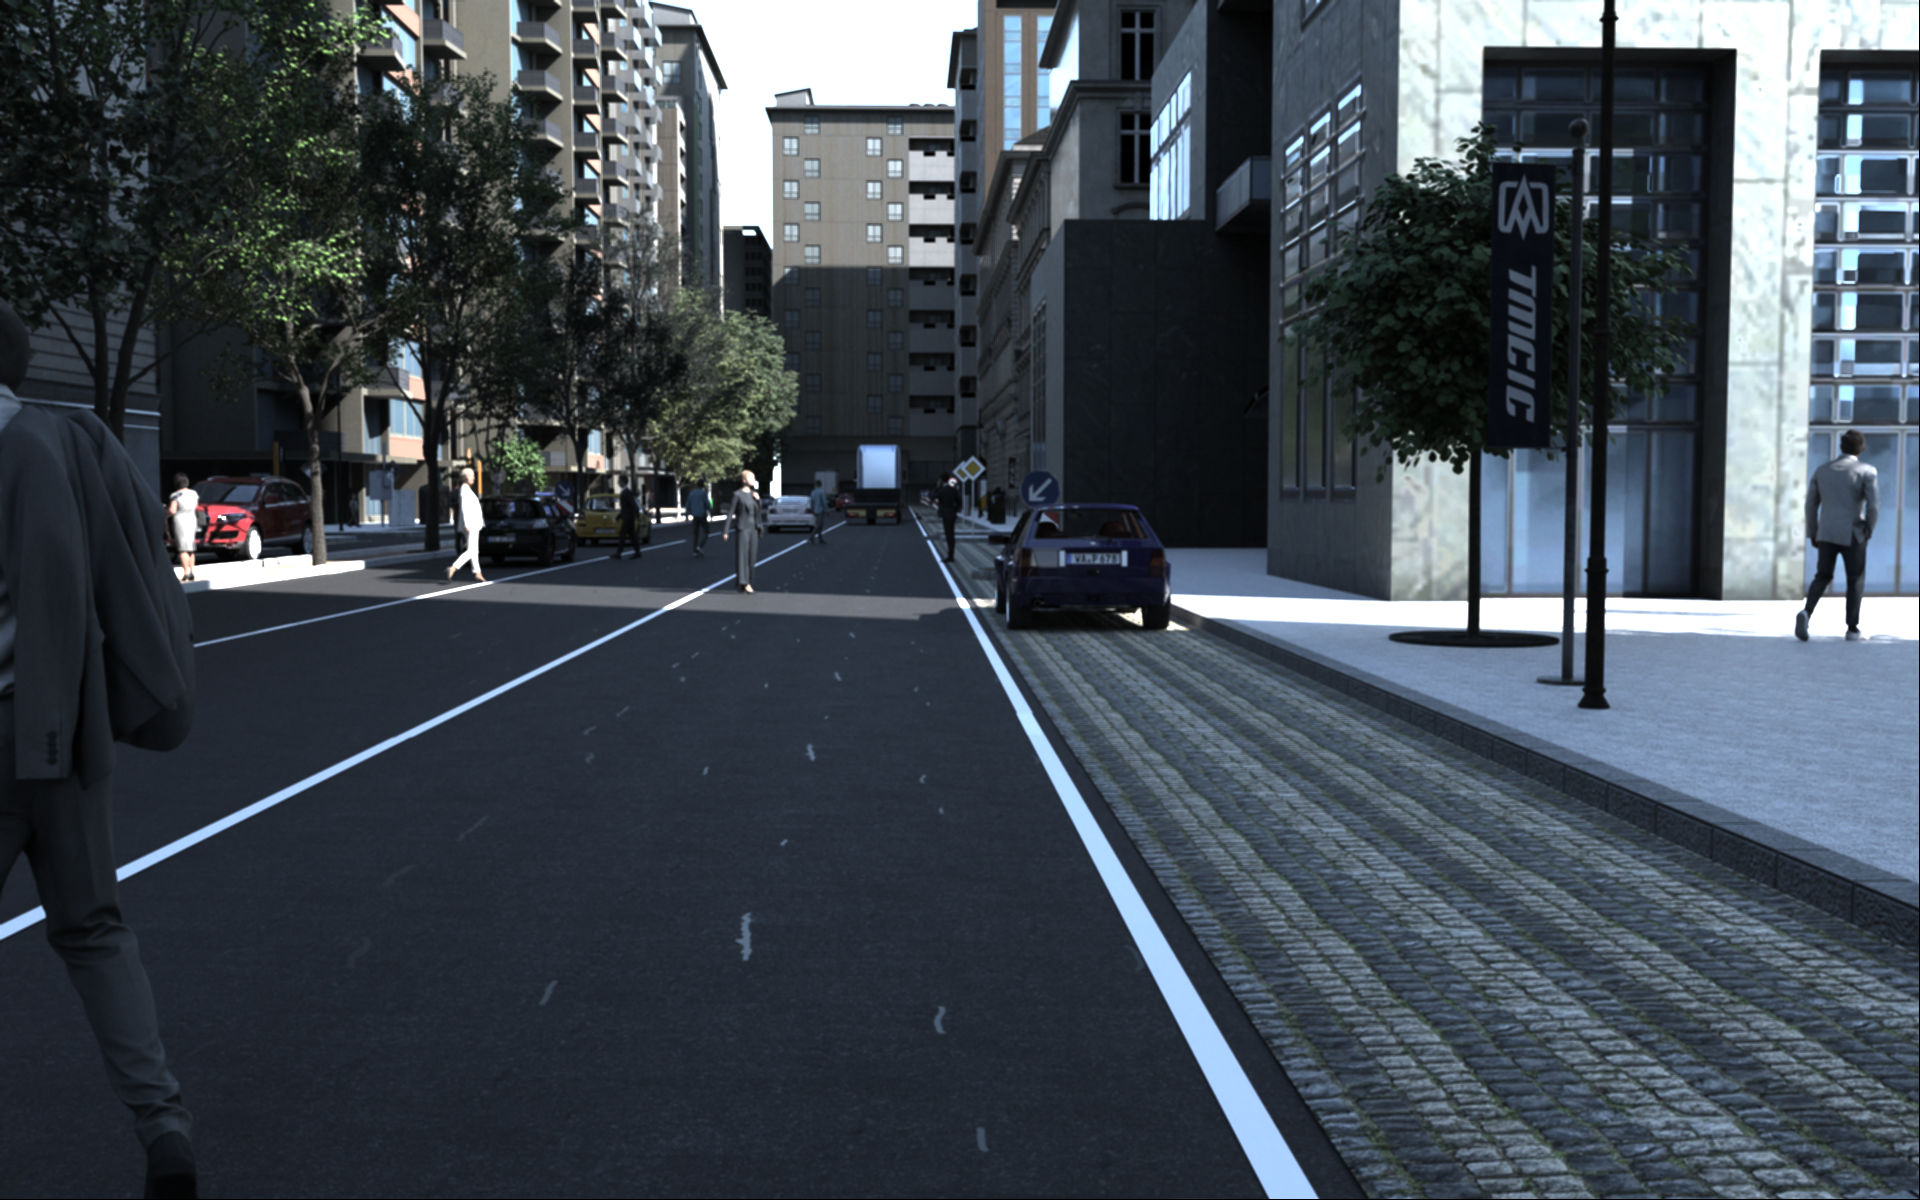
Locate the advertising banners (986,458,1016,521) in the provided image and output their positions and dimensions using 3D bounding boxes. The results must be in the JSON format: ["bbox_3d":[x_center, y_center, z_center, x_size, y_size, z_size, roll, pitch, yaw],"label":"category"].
[{"bbox_3d":[1.989,-5.295,82.753,0.090,3.025,2.074,3,5,44],"label":"advertising banners"}]

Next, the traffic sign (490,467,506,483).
[{"bbox_3d":[-21.906,-5.021,82.203,0.768,2.556,0.104,0,4,2],"label":"traffic sign"}]

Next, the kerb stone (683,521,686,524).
[{"bbox_3d":[-13.096,-3.608,81.192,0.120,0.150,1.000,0,4,-2],"label":"kerb stone"}]

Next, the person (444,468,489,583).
[{"bbox_3d":[-7.868,-1.172,27.539,0.818,1.842,0.514,-3,5,-40],"label":"person"}]

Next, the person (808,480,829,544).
[{"bbox_3d":[-4.117,-2.532,49.766,0.748,1.841,0.638,-2,4,-35],"label":"person"}]

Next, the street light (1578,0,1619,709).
[{"bbox_3d":[3.810,-2.290,10.235,0.468,5.910,1.993,0,4,-2],"label":"street light"}]

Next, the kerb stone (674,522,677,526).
[{"bbox_3d":[-12.997,-3.420,78.116,0.120,0.150,1.000,0,4,-2],"label":"kerb stone"}]

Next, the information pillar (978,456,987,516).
[{"bbox_3d":[1.309,-6.710,101.066,0.504,3.616,0.183,1,4,21],"label":"information pillar"}]

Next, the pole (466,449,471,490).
[{"bbox_3d":[-22.024,-5.130,77.714,0.158,3.312,0.155,0,3,0],"label":"pole"}]

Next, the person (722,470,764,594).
[{"bbox_3d":[-3.128,-0.979,24.928,0.534,1.772,0.576,2,4,25],"label":"person"}]

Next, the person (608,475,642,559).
[{"bbox_3d":[-7.404,-1.830,38.202,0.755,1.850,0.659,-1,4,-13],"label":"person"}]

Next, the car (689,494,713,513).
[{"bbox_3d":[-19.343,-7.410,129.943,1.959,1.807,4.718,0,4,-4],"label":"car"}]

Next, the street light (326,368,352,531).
[{"bbox_3d":[-21.424,-5.322,59.794,0.468,5.910,1.993,0,4,-2],"label":"street light"}]

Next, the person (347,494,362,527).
[{"bbox_3d":[-23.384,-3.458,66.852,0.640,1.303,0.475,0,4,2],"label":"person"}]

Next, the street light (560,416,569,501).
[{"bbox_3d":[-22.895,-7.827,100.761,0.468,5.910,1.993,0,4,-2],"label":"street light"}]

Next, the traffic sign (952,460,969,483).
[{"bbox_3d":[0.143,-3.535,59.994,0.795,2.593,0.064,0,4,-2],"label":"traffic sign"}]

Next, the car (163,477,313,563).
[{"bbox_3d":[-15.630,-1.761,37.458,2.281,1.827,5.304,0,4,-1],"label":"car"}]

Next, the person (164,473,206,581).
[{"bbox_3d":[-12.683,-1.191,28.336,0.532,1.782,0.716,2,4,27],"label":"person"}]

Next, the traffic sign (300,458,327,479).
[{"bbox_3d":[-19.175,-3.009,51.384,0.795,2.593,0.064,0,4,-2],"label":"traffic sign"}]

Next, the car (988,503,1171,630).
[{"bbox_3d":[1.310,-0.428,19.582,1.945,1.354,3.894,0,4,-2],"label":"car"}]

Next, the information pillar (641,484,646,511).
[{"bbox_3d":[-23.249,-7.513,127.331,0.304,2.012,0.304,-1,4,-17],"label":"information pillar"}]

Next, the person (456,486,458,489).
[{"bbox_3d":[-23.839,-4.690,82.698,0.580,1.828,0.573,-2,4,-28],"label":"person"}]

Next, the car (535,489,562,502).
[{"bbox_3d":[-15.822,-3.385,64.931,1.945,1.707,3.694,0,4,0],"label":"car"}]

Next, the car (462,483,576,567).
[{"bbox_3d":[-9.004,-1.576,35.552,2.009,1.686,4.222,0,4,-3],"label":"car"}]

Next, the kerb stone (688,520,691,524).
[{"bbox_3d":[-13.165,-3.733,83.236,0.120,0.150,1.000,0,4,-2],"label":"kerb stone"}]

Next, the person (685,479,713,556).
[{"bbox_3d":[-5.976,-1.882,39.621,0.601,1.785,0.444,1,4,20],"label":"person"}]

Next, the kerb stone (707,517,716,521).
[{"bbox_3d":[-13.542,-4.422,94.517,0.120,0.150,1.000,0,4,-2],"label":"kerb stone"}]

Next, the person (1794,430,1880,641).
[{"bbox_3d":[7.671,-0.564,15.113,0.795,1.843,0.661,-2,4,-34],"label":"person"}]

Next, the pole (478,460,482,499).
[{"bbox_3d":[-28.911,-6.757,104.325,0.158,3.312,0.155,0,3,0],"label":"pole"}]

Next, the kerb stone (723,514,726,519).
[{"bbox_3d":[-13.718,-4.737,99.649,0.120,0.150,1.000,0,4,-2],"label":"kerb stone"}]

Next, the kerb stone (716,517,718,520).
[{"bbox_3d":[-13.581,-4.486,95.539,0.120,0.150,1.000,0,4,-2],"label":"kerb stone"}]

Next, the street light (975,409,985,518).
[{"bbox_3d":[1.067,-7.338,92.759,0.468,5.910,1.993,0,4,-2],"label":"street light"}]

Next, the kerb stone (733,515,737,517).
[{"bbox_3d":[-14.021,-5.301,108.867,0.120,0.150,1.000,0,4,-2],"label":"kerb stone"}]

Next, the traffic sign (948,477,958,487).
[{"bbox_3d":[-0.568,-8.107,132.657,0.768,2.556,0.104,0,4,1],"label":"traffic sign"}]

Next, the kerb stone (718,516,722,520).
[{"bbox_3d":[-13.649,-4.612,97.593,0.120,0.150,1.000,0,4,-2],"label":"kerb stone"}]

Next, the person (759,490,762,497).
[{"bbox_3d":[-21.916,-11.137,190.214,0.705,1.869,1.348,-1,4,-16],"label":"person"}]

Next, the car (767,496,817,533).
[{"bbox_3d":[-6.268,-3.255,65.582,2.083,1.381,4.827,0,4,-2],"label":"car"}]

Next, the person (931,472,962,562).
[{"bbox_3d":[-0.304,-1.745,36.391,0.474,1.900,0.648,2,4,29],"label":"person"}]

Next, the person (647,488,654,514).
[{"bbox_3d":[-21.732,-6.910,121.490,0.555,1.821,0.388,1,4,19],"label":"person"}]

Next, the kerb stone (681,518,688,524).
[{"bbox_3d":[-13.131,-3.671,82.213,0.120,0.150,1.000,0,4,-2],"label":"kerb stone"}]

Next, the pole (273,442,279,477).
[{"bbox_3d":[-26.756,-4.524,67.804,0.158,3.312,0.155,0,3,0],"label":"pole"}]

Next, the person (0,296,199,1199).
[{"bbox_3d":[-1.807,0.320,3.377,0.850,1.850,0.679,2,4,29],"label":"person"}]

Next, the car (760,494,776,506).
[{"bbox_3d":[-20.290,-10.406,182.136,2.014,1.417,4.499,0,4,-3],"label":"car"}]

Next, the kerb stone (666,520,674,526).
[{"bbox_3d":[-12.957,-3.358,77.094,0.120,0.150,1.000,0,4,-2],"label":"kerb stone"}]

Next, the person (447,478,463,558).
[{"bbox_3d":[-11.065,-1.832,38.622,0.661,1.801,0.590,-2,4,-33],"label":"person"}]

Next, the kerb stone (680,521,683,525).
[{"bbox_3d":[-13.066,-3.541,80.167,0.120,0.150,1.000,0,4,-2],"label":"kerb stone"}]

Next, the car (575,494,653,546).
[{"bbox_3d":[-9.736,-2.361,48.819,2.015,1.641,3.980,0,4,-4],"label":"car"}]

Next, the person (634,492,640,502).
[{"bbox_3d":[-13.126,-3.598,69.930,0.503,1.515,0.523,-1,4,-11],"label":"person"}]

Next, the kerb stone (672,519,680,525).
[{"bbox_3d":[-13.027,-3.482,79.146,0.120,0.150,1.000,0,4,-2],"label":"kerb stone"}]

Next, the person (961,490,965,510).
[{"bbox_3d":[0.341,-8.235,141.396,0.721,1.735,1.217,1,4,14],"label":"person"}]

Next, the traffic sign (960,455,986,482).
[{"bbox_3d":[0.409,-3.047,52.014,0.795,2.593,0.064,0,4,-2],"label":"traffic sign"}]

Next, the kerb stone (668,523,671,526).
[{"bbox_3d":[-12.930,-3.295,76.072,0.120,0.150,1.000,0,4,-2],"label":"kerb stone"}]

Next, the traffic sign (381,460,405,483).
[{"bbox_3d":[-19.441,-3.497,59.364,0.795,2.593,0.064,0,4,-2],"label":"traffic sign"}]

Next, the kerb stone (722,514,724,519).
[{"bbox_3d":[-13.677,-4.671,98.622,0.120,0.150,1.000,0,4,-2],"label":"kerb stone"}]

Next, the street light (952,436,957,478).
[{"bbox_3d":[-0.401,-9.908,134.782,0.468,5.910,1.993,0,4,-2],"label":"street light"}]
